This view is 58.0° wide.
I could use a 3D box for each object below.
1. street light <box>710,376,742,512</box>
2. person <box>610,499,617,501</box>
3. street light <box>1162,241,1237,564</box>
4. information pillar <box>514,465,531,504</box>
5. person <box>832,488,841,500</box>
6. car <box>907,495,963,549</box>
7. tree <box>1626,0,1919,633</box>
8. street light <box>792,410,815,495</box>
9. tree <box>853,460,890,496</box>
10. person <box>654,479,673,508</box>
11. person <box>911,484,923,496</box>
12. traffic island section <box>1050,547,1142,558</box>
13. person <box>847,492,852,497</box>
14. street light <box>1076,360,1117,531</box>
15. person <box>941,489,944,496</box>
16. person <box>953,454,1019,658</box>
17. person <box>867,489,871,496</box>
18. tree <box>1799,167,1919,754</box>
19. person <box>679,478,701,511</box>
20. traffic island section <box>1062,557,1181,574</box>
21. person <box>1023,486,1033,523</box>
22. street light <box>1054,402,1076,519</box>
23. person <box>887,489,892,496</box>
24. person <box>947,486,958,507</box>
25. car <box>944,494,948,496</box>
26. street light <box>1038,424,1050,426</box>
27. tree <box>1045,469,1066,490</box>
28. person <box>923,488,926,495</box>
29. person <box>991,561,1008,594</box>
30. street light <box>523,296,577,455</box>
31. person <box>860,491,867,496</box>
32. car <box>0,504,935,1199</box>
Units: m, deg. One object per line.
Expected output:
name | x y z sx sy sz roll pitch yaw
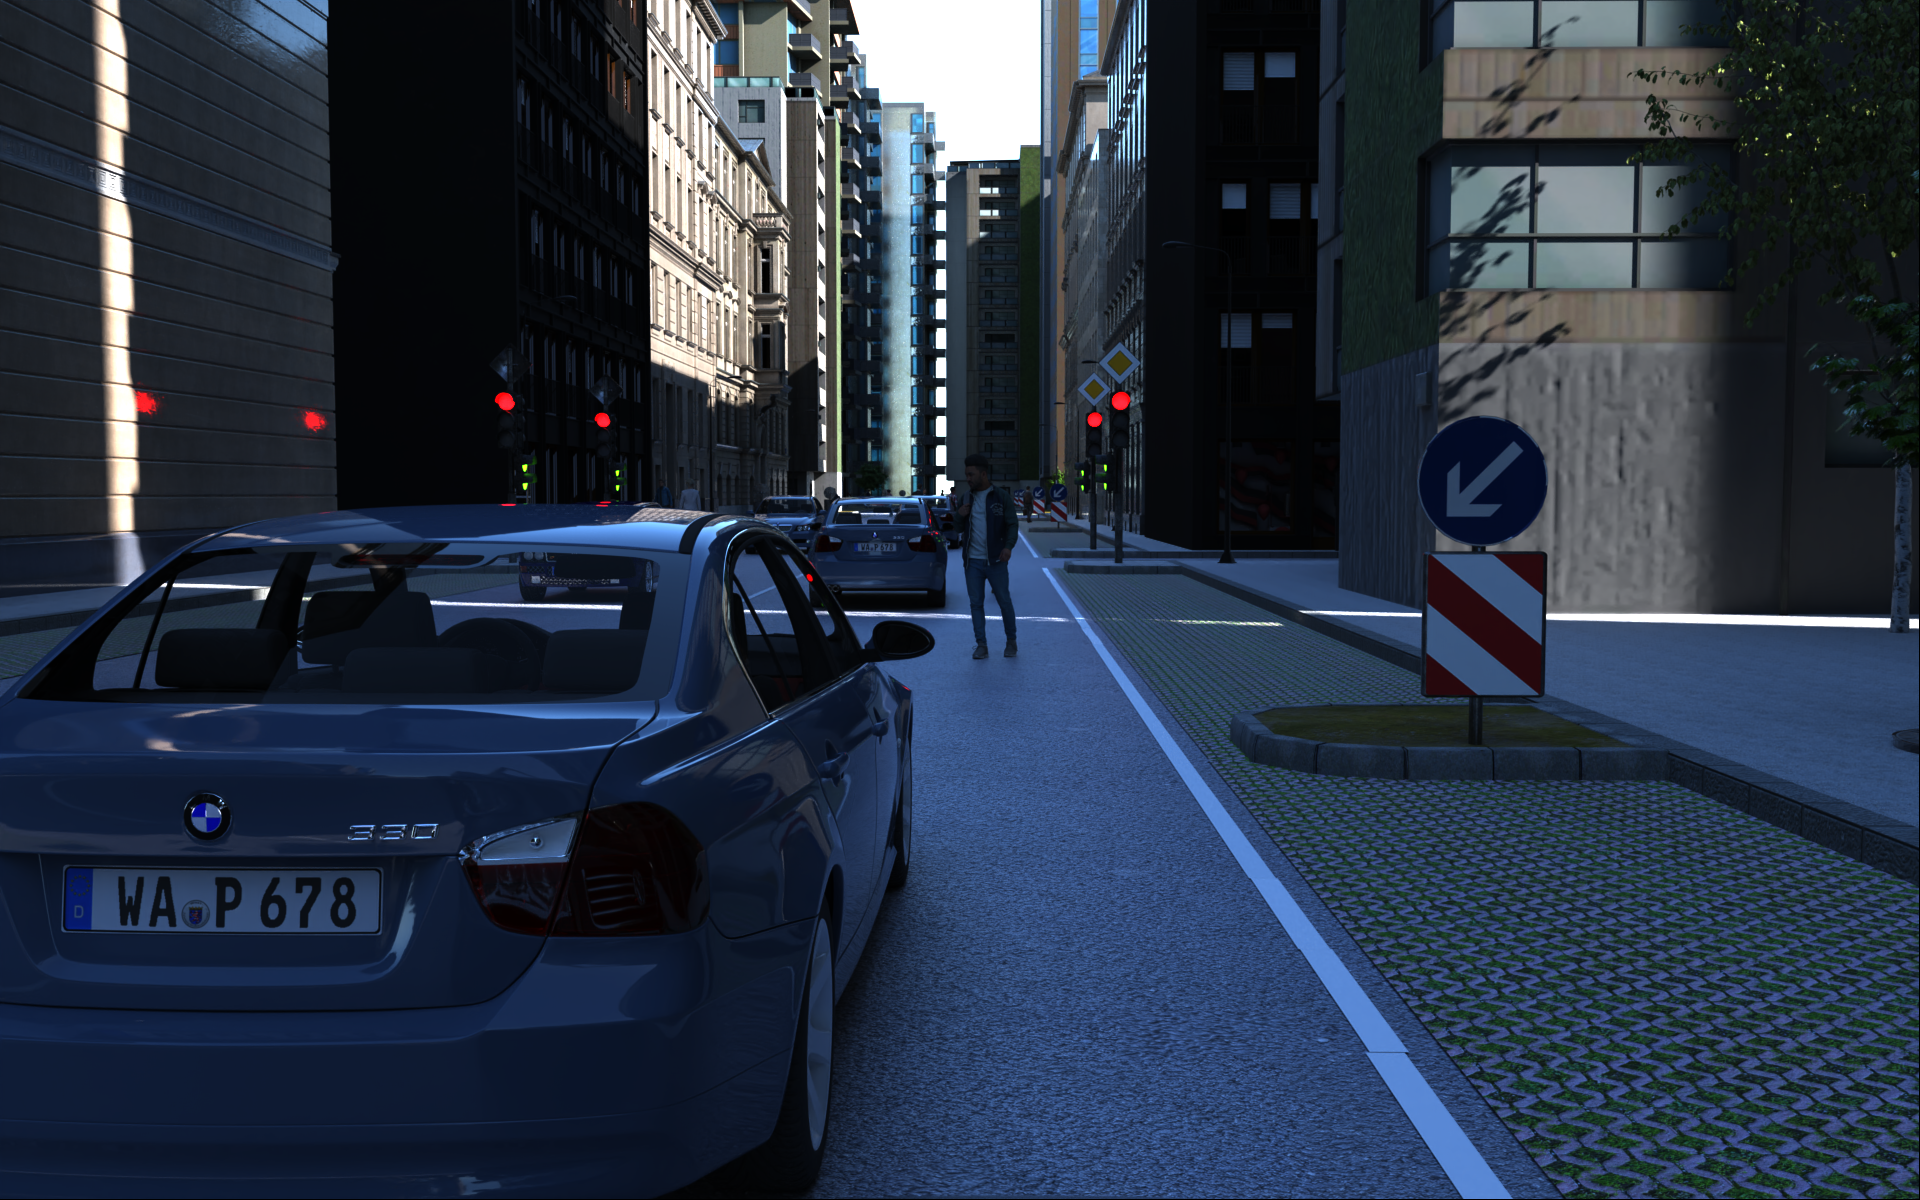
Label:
street light | -9.244 -5.839 68.001 1.470 5.913 1.316 0 4 1
person | -8.594 -1.850 43.021 0.475 1.303 0.640 2 4 29
street light | 4.421 -3.637 32.005 1.470 5.913 1.316 0 4 1
information pillar | -9.925 -2.131 39.331 0.304 2.012 0.304 0 4 0
person | -7.308 -5.625 100.816 0.721 1.781 0.623 0 4 4
car | -0.833 -2.126 46.761 2.014 1.417 4.499 0 4 2
tree | 8.465 -4.000 15.756 4.737 8.622 4.395 0 3 0
street light | -8.662 -7.521 95.509 1.470 5.913 1.316 0 4 1
tree | -8.378 -11.003 163.608 4.285 4.588 4.351 0 3 0
person | -9.998 -3.178 58.345 0.601 1.785 0.444 2 4 24
person | -1.659 -3.726 69.190 0.659 1.850 0.755 3 4 36
traffic island section | 3.111 -1.092 40.142 2.009 0.180 2.903 0 4 1
person | -10.951 -9.864 167.280 1.348 1.831 0.705 -3 5 -39
street light | 4.899 -5.359 60.164 1.470 5.913 1.316 0 4 1
person | -1.400 -8.083 140.790 0.705 1.807 1.348 0 4 7
person | 0.223 -0.387 15.169 0.623 1.781 0.721 1 4 12
person | -8.134 -9.007 154.229 0.530 1.710 0.541 -1 4 -17
tree | 5.288 -0.860 8.658 1.663 3.219 1.824 0 3 0
person | -6.984 -2.245 45.078 0.818 1.842 0.514 3 5 40
traffic island section | 2.966 -0.604 32.158 2.009 0.180 2.903 0 4 1
person | 3.392 -4.758 86.265 0.622 1.834 0.822 2 4 30
street light | 5.427 -7.034 87.539 1.470 5.913 1.316 0 4 1
person | -4.373 -6.055 108.344 0.643 1.720 0.563 -2 4 -29
person | -0.319 -3.383 64.643 0.563 1.720 0.643 3 5 42
car | -1.412 -10.230 177.487 2.015 1.641 3.980 0 4 3
street light | 5.881 -8.697 114.732 1.470 5.913 1.316 0 4 1
tree | 6.681 -7.691 120.349 1.663 3.219 1.824 0 3 0
person | -1.930 -5.090 92.470 0.760 1.731 0.466 -1 4 -15
person | 0.530 -0.721 24.965 0.362 1.253 0.373 0 4 2
street light | -9.665 -4.170 40.714 1.470 5.913 1.316 0 4 1
person | -9.131 -9.819 167.365 1.217 1.735 0.721 0 4 6
car | -1.101 0.436 4.881 2.014 1.417 4.499 0 4 2
